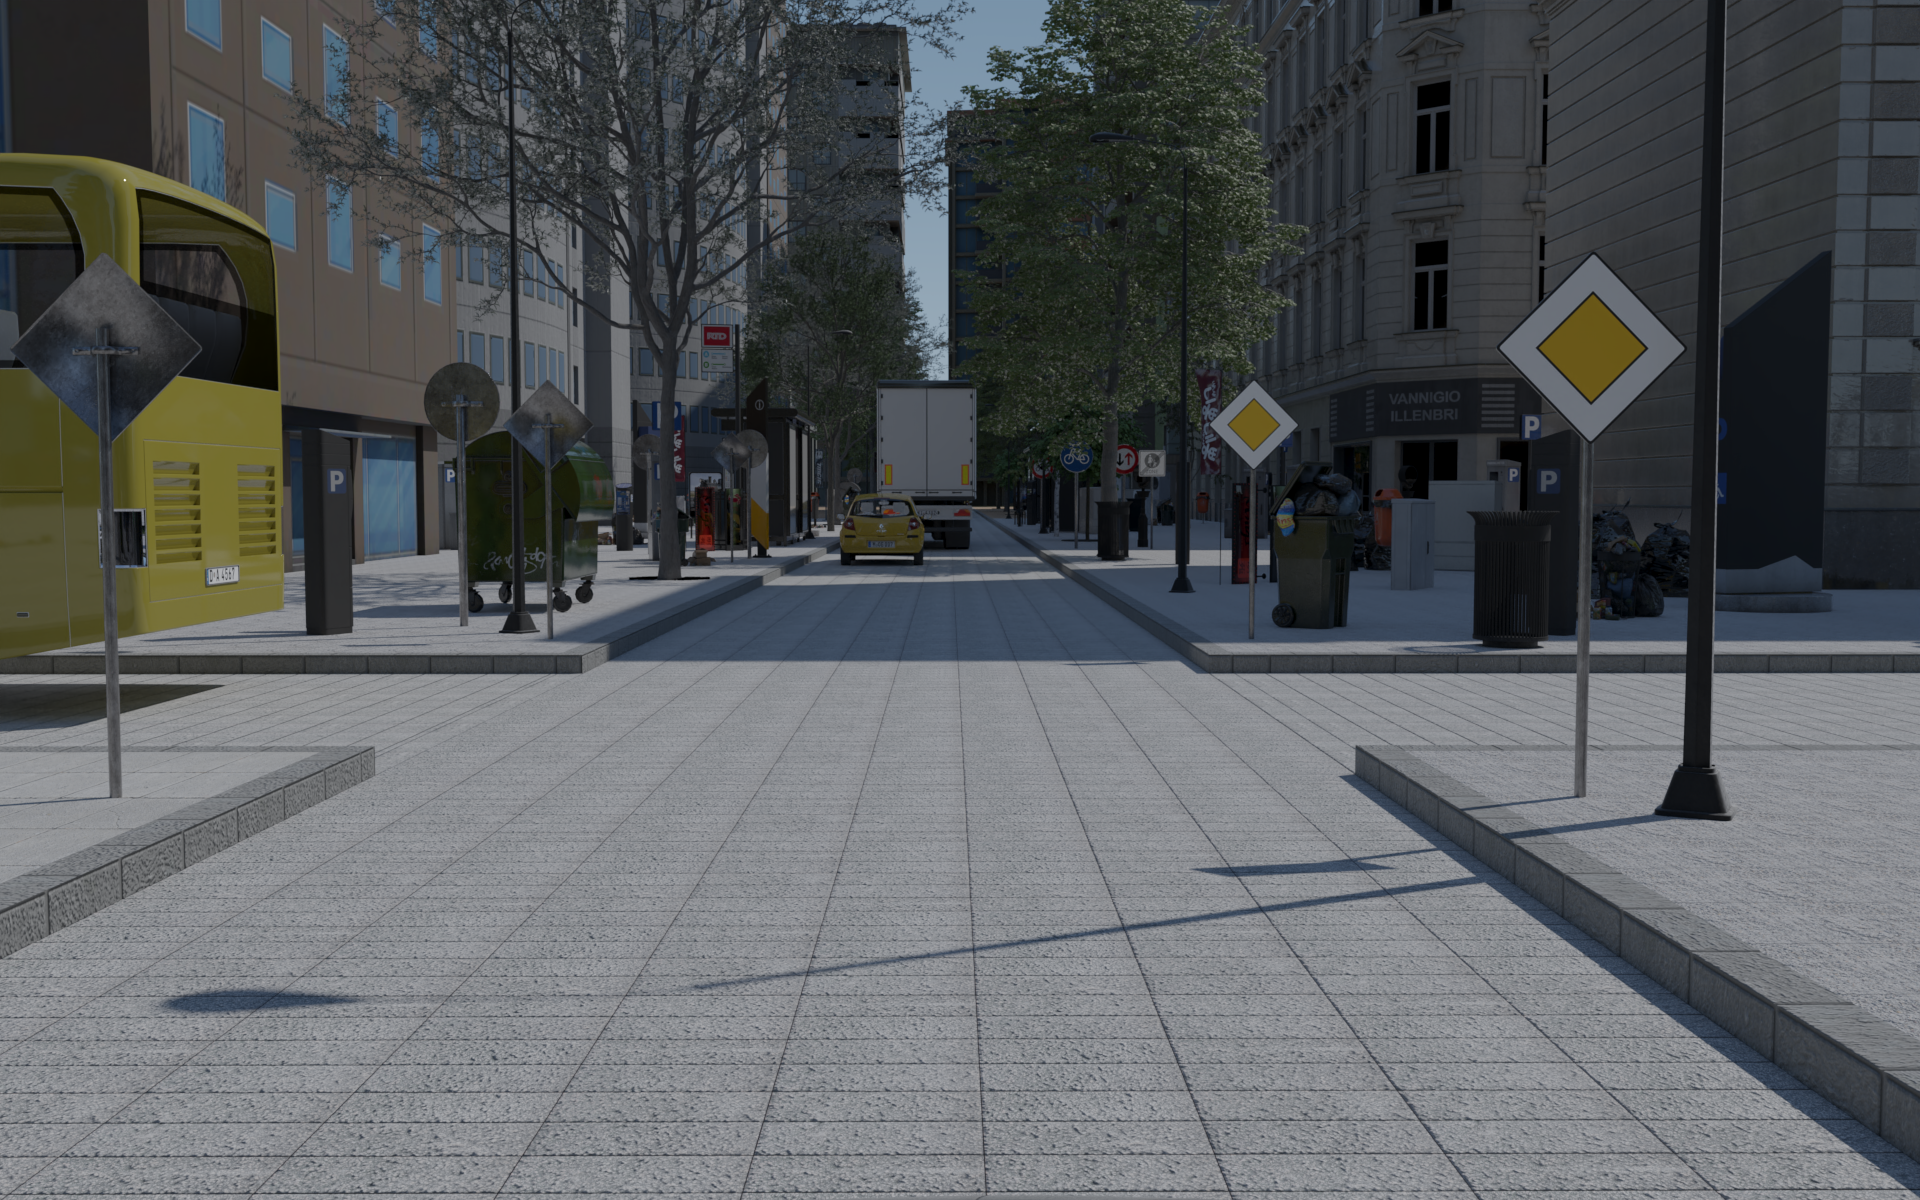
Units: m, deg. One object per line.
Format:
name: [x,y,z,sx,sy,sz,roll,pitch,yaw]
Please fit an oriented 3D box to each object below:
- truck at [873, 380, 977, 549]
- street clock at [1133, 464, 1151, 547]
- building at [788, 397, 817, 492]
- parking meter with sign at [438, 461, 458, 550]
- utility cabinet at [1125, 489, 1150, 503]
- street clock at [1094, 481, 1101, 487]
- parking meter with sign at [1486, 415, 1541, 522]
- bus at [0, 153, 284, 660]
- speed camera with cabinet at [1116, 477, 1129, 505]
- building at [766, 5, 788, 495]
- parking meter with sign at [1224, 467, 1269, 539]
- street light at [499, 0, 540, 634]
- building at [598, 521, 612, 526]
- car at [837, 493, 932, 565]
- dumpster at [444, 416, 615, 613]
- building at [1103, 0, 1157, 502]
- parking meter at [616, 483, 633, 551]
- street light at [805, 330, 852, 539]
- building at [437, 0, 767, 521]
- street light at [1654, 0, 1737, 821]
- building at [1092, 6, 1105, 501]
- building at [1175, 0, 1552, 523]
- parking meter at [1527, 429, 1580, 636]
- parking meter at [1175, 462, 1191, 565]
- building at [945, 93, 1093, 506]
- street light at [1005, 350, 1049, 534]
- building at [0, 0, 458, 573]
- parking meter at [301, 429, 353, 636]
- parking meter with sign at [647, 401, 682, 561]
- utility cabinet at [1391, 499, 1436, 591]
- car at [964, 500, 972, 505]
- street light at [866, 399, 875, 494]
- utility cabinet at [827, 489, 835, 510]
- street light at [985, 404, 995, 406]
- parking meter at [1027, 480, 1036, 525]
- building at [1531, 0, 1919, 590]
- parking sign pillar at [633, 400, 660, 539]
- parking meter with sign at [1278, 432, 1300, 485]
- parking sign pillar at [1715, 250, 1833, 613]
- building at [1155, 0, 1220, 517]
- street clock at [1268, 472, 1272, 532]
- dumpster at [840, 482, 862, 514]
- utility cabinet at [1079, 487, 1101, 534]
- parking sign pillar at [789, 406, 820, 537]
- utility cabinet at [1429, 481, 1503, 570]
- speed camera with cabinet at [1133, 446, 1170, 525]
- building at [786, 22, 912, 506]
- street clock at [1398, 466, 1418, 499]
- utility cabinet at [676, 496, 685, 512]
truck: [-1.036,-3.625,48.189,2.839,4.237,11.283,0,4,-2]
street clock: [4.415,-2.275,41.765,0.358,2.002,0.471,-3,5,-45]
building: [-28.563,-50.929,145.355,31.000,86.520,22.319,0,4,0]
parking meter with sign: [-12.012,-2.683,40.127,1.738,3.016,0.543,3,4,36]
utility cabinet: [8.050,-4.290,78.826,1.173,1.500,0.318,0,4,-5]
street clock: [6.769,-5.008,86.457,0.471,2.002,0.358,-2,4,-32]
parking meter with sign: [12.210,-2.608,38.899,0.543,3.016,1.738,-2,4,-23]
bus: [-11.209,-1.239,11.811,12.252,3.916,2.896,0,4,-1]
speed camera with cabinet: [8.837,-5.860,90.154,2.038,3.252,0.660,-3,5,-44]
building: [-20.134,-29.107,126.005,14.600,45.320,14.200,0,4,0]
parking meter with sign: [8.489,-3.276,49.816,1.738,3.016,0.543,1,4,23]
street light: [-3.540,-2.650,15.863,1.470,5.913,1.316,0,4,0]
building: [-24.338,-31.541,57.691,21.231,58.520,28.212,0,4,0]
car: [-1.599,-1.592,36.247,2.015,1.641,3.980,0,4,-1]
dumpster: [-4.812,-1.037,19.452,1.502,2.255,1.985,0,4,0]
building: [21.385,-30.215,117.721,21.300,48.544,21.600,0,4,0]
parking meter: [-7.571,-1.875,39.068,0.372,1.533,0.369,0,3,0]
street light: [-3.758,-4.693,49.269,1.470,5.913,1.316,0,4,0]
building: [-23.601,-34.357,103.739,21.231,58.520,28.212,0,4,0]
street light: [2.419,-2.095,6.790,1.470,5.913,1.316,0,4,0]
building: [21.423,-36.714,142.277,21.231,58.520,28.212,0,4,0]
building: [19.751,-17.857,68.372,17.030,29.872,44.131,0,4,0]
parking meter: [5.407,-0.617,15.798,0.255,1.863,0.399,-3,5,-43]
parking meter: [4.070,-1.586,31.635,0.255,1.863,0.399,0,4,5]
building: [11.137,-32.874,192.108,28.867,44.769,22.147,0,4,0]
street light: [2.164,-5.094,55.832,1.470,5.913,1.316,0,4,0]
building: [-17.658,-23.173,28.984,14.600,45.320,14.200,0,4,0]
parking meter: [-5.779,-0.620,15.850,0.255,1.863,0.399,2,4,25]
parking meter with sign: [-5.752,-2.271,33.393,0.543,3.016,1.738,-1,4,-17]
utility cabinet: [6.146,-0.752,23.459,0.306,1.237,1.020,2,4,32]
car: [-0.243,-5.847,105.827,2.015,1.641,3.980,0,4,-1]
street light: [-3.899,-6.736,82.675,1.470,5.913,1.316,0,4,0]
utility cabinet: [-5.491,-3.993,73.962,0.318,1.500,1.173,0,4,-2]
street light: [1.982,-7.152,89.477,1.470,5.913,1.316,0,4,0]
parking meter: [2.940,-4.013,71.323,0.255,1.863,0.399,2,4,32]
building: [23.645,-14.117,28.082,25.104,27.353,12.463,0,4,0]
parking sign pillar: [-8.973,-3.773,50.167,1.447,3.967,1.447,1,4,17]
parking meter with sign: [8.494,-2.878,43.309,0.543,3.016,1.738,-1,4,-21]
parking sign pillar: [8.946,-1.882,19.243,1.447,3.967,1.447,-1,4,-17]
building: [18.163,-25.457,99.819,14.154,41.232,14.086,0,4,0]
street clock: [10.244,-3.246,57.635,0.358,2.002,0.471,0,4,2]
dumpster: [-5.236,-4.596,80.908,1.264,1.857,1.865,0,4,0]
utility cabinet: [4.178,-2.874,55.671,0.318,1.500,1.173,-1,4,-17]
parking sign pillar: [-4.985,-3.911,52.416,1.447,3.967,1.447,-2,4,-26]
utility cabinet: [8.419,-1.235,28.873,1.173,1.500,0.318,3,5,42]
speed camera with cabinet: [7.908,-4.721,71.523,0.660,3.252,2.038,-2,4,-25]
building: [-17.247,-37.108,195.949,27.495,52.752,28.713,0,4,0]
street clock: [11.455,-2.432,44.341,0.471,2.002,0.358,-2,4,-32]
utility cabinet: [-9.337,-2.744,56.019,1.020,1.237,0.306,3,5,42]
